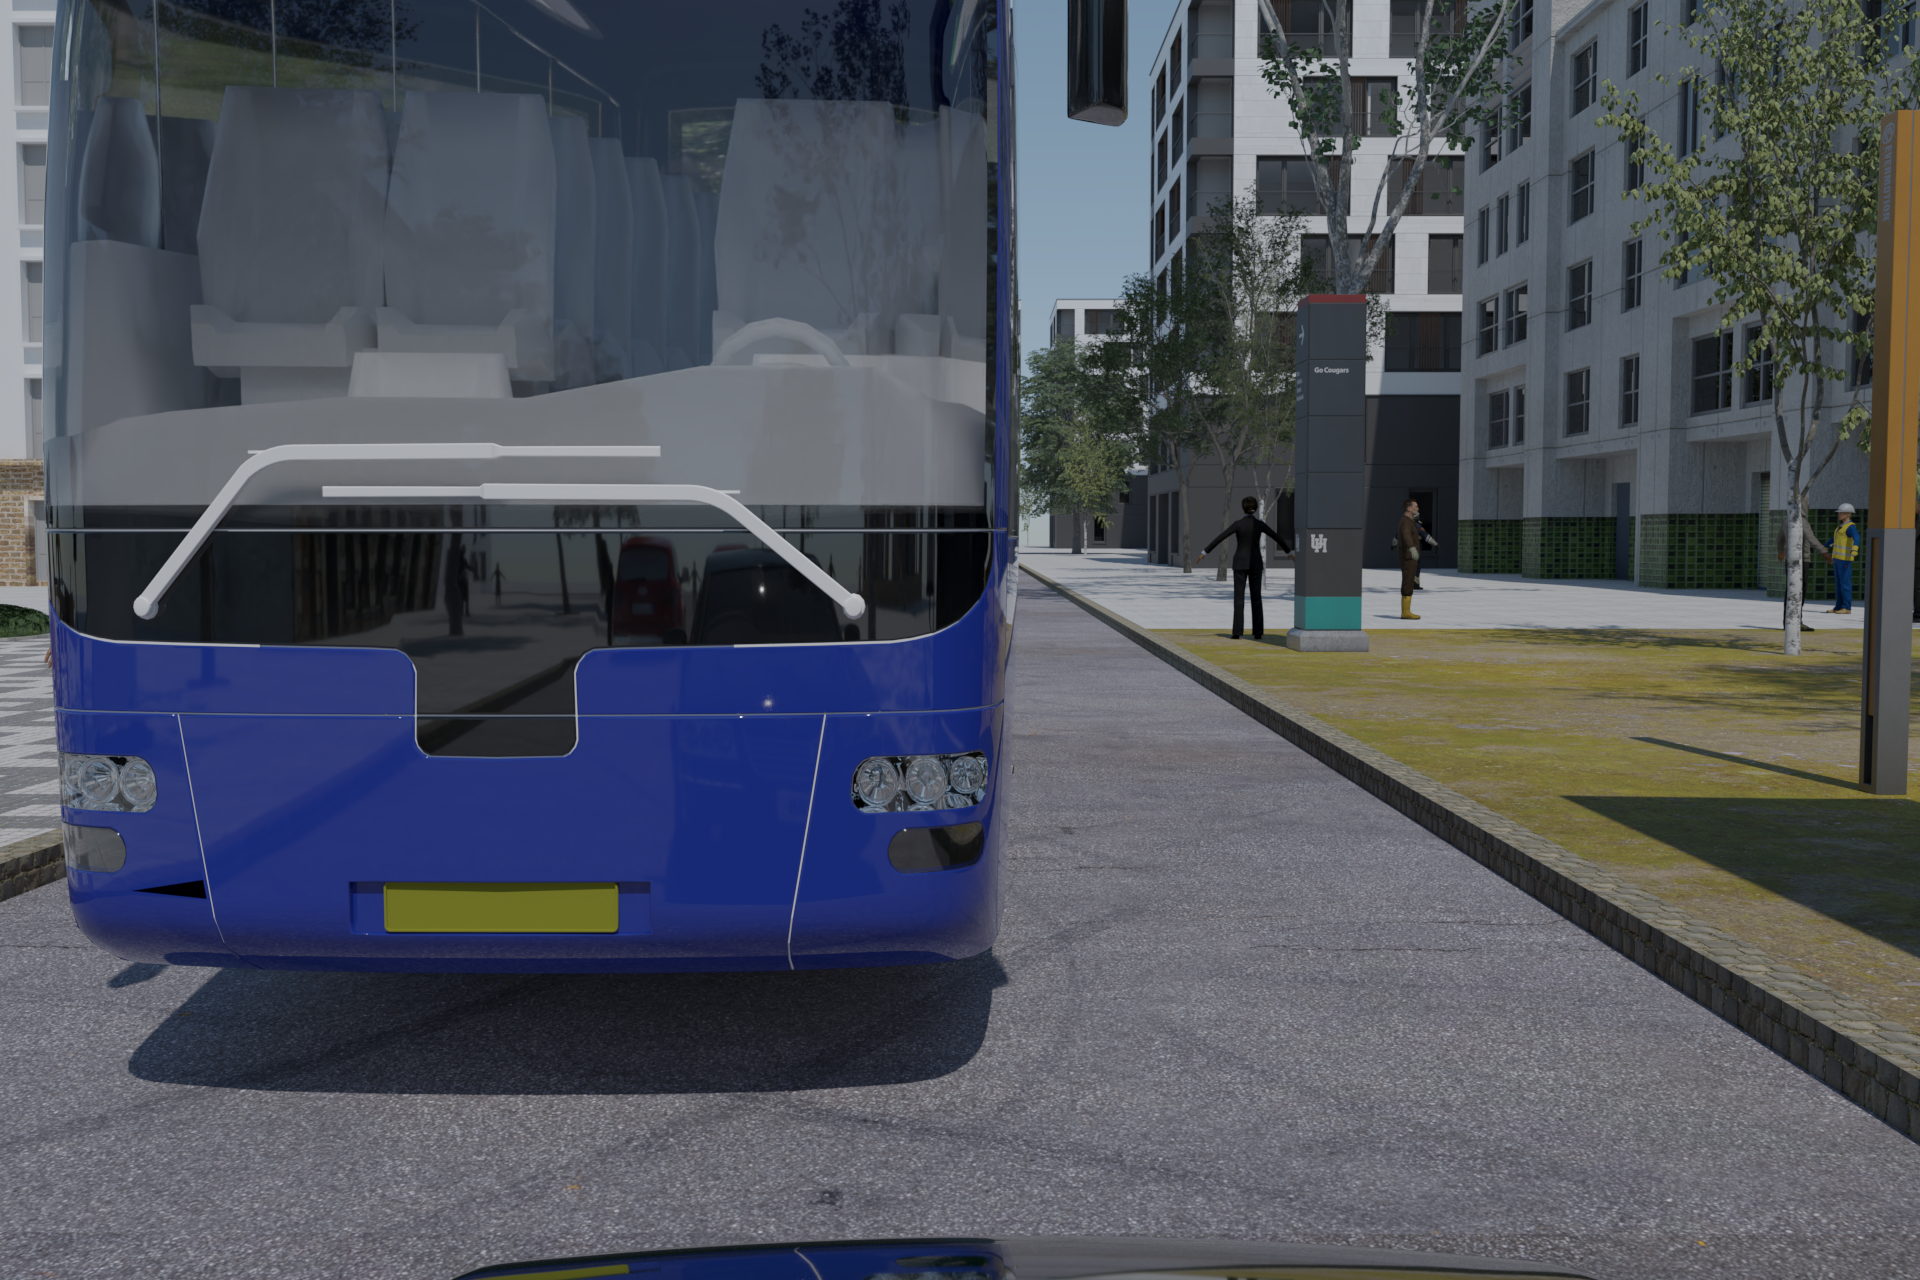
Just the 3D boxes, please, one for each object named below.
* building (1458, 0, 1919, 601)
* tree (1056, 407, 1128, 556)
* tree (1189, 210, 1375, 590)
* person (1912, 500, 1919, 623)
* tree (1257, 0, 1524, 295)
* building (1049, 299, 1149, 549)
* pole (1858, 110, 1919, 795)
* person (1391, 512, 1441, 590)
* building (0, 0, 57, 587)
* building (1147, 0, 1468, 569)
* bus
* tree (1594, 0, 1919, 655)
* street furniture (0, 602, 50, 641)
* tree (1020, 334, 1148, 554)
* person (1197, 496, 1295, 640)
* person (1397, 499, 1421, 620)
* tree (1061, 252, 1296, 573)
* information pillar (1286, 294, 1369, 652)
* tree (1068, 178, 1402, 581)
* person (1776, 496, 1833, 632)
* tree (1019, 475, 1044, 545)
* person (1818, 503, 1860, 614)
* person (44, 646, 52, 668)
[{"bbox_3d":[24.767,-10.687,41.185,16.747,18.905,31.486,0,4,1],"label":"building"},{"bbox_3d":[7.344,-9.142,99.832,4.737,8.622,4.395,0,3,0],"label":"tree"},{"bbox_3d":[6.979,-5.485,40.035,4.360,8.622,3.978,0,3,0],"label":"tree"},{"bbox_3d":[13.886,-1.151,25.045,1.346,1.802,0.704,-3,4,-36],"label":"person"},{"bbox_3d":[7.996,-10.614,29.435,12.611,20.169,13.585,0,3,0],"label":"tree"},{"bbox_3d":[22.438,-19.740,166.728,27.936,21.610,32.646,0,4,0],"label":"building"},{"bbox_3d":[4.576,-0.896,8.491,0.158,3.312,0.155,0,3,0],"label":"pole"},{"bbox_3d":[10.428,-2.081,39.810,0.705,1.856,1.354,-3,5,-39],"label":"person"},{"bbox_3d":[-24.956,-11.456,43.733,16.016,20.090,11.380,0,4,1],"label":"building"},{"bbox_3d":[22.353,-14.414,79.643,27.936,21.610,32.646,0,3,0],"label":"building"},{"bbox_3d":[-1.053,-1.118,9.825,2.896,3.916,12.251,0,4,0],"label":"bus"},{"bbox_3d":[8.739,-4.131,17.909,4.737,8.622,4.395,0,3,0],"label":"tree"},{"bbox_3d":[-8.647,-0.375,21.755,10.072,0.657,5.734,1,4,13],"label":"street furniture"},{"bbox_3d":[7.332,-12.372,108.938,9.857,13.997,8.962,0,3,0],"label":"tree"},{"bbox_3d":[3.500,-0.882,21.137,1.216,1.740,0.721,0,4,-3],"label":"person"},{"bbox_3d":[6.778,-1.217,26.038,0.704,1.812,1.346,1,4,15],"label":"person"},{"bbox_3d":[7.496,-7.480,56.712,8.767,10.594,7.601,0,4,5],"label":"tree"},{"bbox_3d":[4.068,-1.817,19.086,0.750,3.857,0.750,0,4,0],"label":"information pillar"},{"bbox_3d":[7.121,-6.844,46.311,8.767,10.594,7.601,0,4,-8],"label":"tree"},{"bbox_3d":[11.102,-1.026,22.908,0.705,1.813,1.348,0,4,0],"label":"person"},{"bbox_3d":[7.559,-15.197,198.828,4.737,8.622,4.395,0,3,0],"label":"tree"},{"bbox_3d":[14.142,-1.310,27.884,0.721,1.772,1.216,0,4,2],"label":"person"},{"bbox_3d":[-3.549,0.064,7.604,0.705,1.806,1.347,0,4,1],"label":"person"}]
